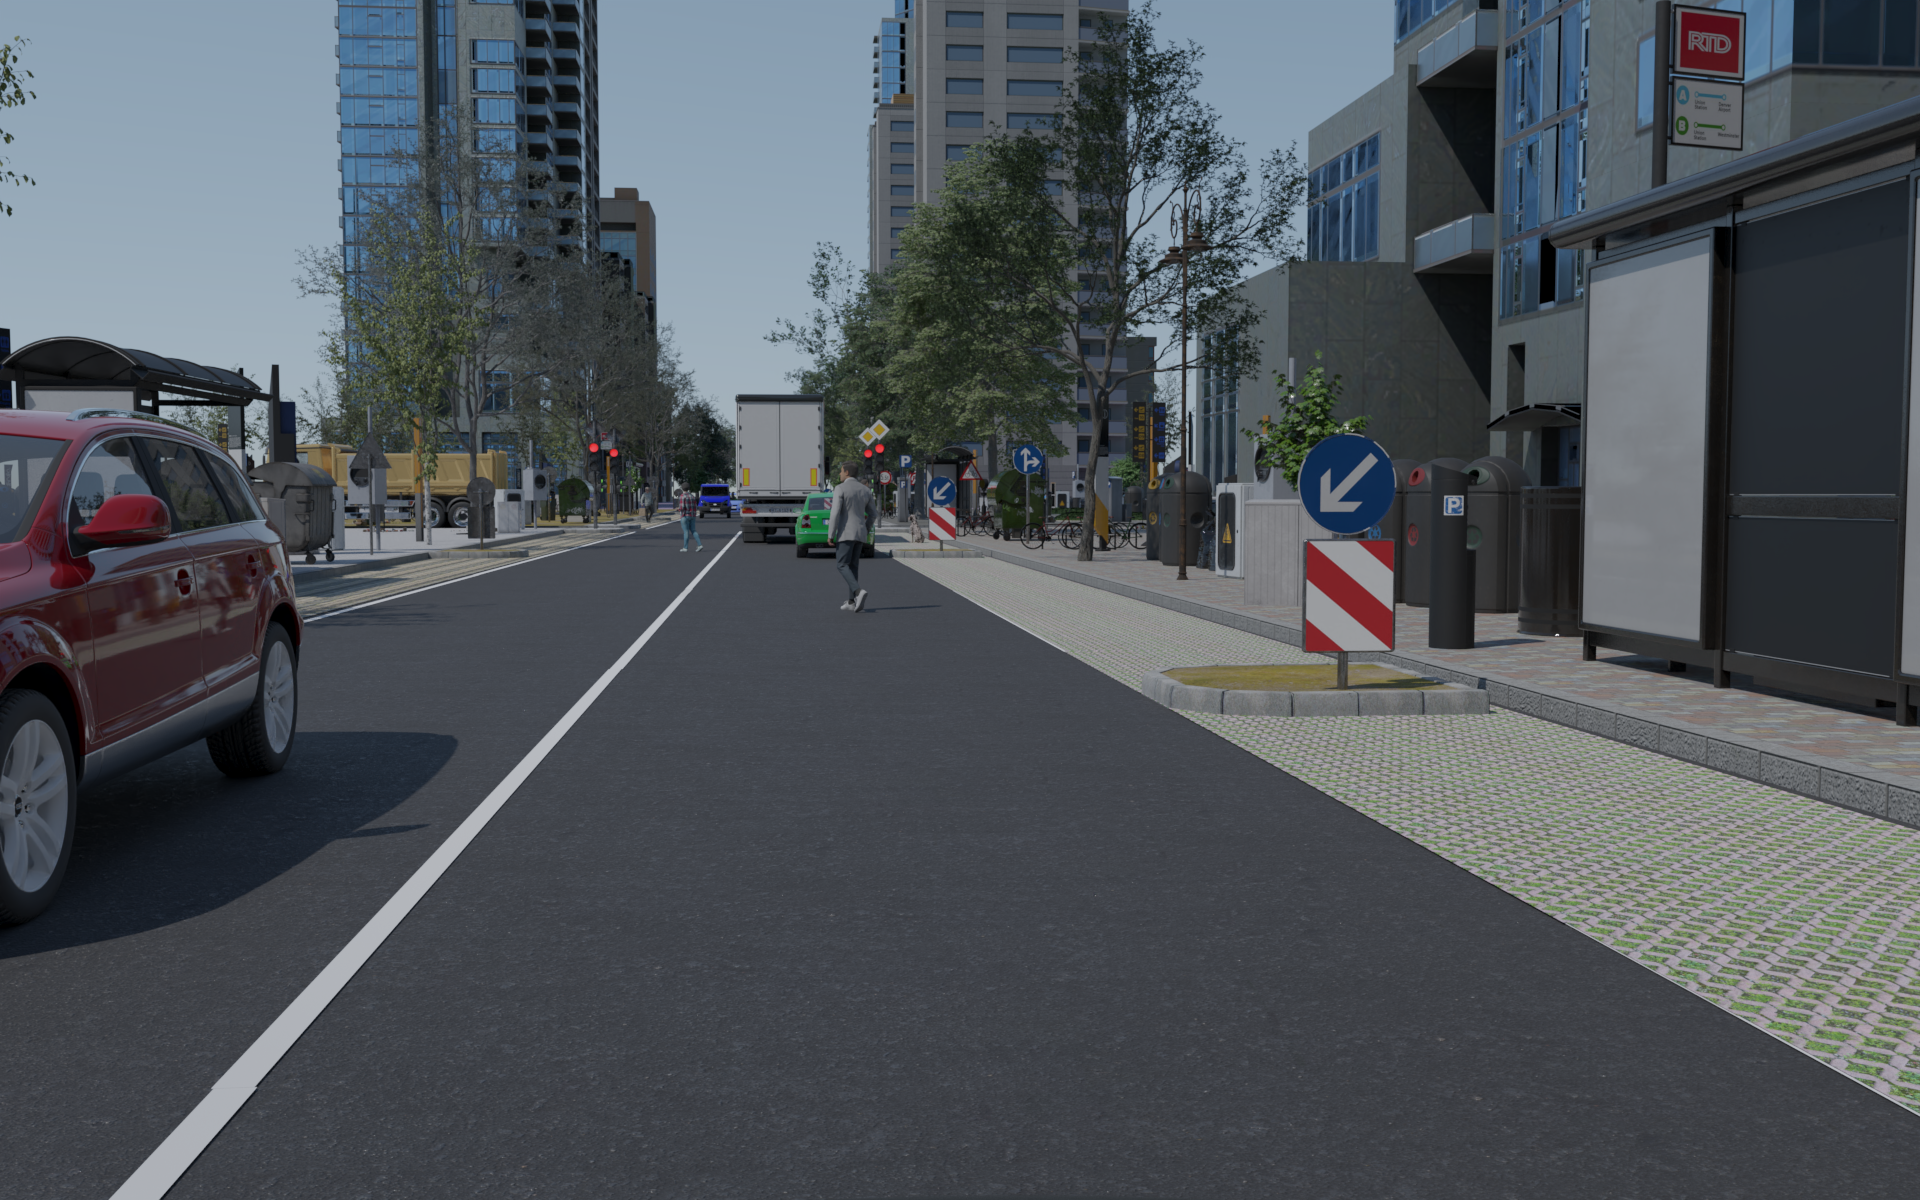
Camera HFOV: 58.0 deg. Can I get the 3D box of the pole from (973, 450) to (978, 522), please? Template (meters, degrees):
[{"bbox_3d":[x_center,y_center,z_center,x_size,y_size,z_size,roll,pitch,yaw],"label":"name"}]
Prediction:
[{"bbox_3d":[0.710,-5.255,79.755,0.158,3.312,0.155,0,3,0],"label":"pole"}]

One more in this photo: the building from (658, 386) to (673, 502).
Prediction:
[{"bbox_3d":[-60.926,-26.484,278.051,27.650,21.520,28.899,0,4,-6],"label":"building"}]

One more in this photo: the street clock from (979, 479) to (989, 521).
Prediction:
[{"bbox_3d":[1.121,-4.690,81.257,0.358,2.002,0.471,-3,4,-36],"label":"street clock"}]

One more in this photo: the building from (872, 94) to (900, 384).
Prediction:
[{"bbox_3d":[-2.669,-44.060,262.376,21.231,58.520,28.212,0,4,-6],"label":"building"}]

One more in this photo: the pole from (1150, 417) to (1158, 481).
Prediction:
[{"bbox_3d":[5.139,-3.187,45.950,0.158,3.312,0.155,0,3,0],"label":"pole"}]

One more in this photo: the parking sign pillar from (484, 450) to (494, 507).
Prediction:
[{"bbox_3d":[-29.125,-7.292,107.701,1.447,3.967,1.447,0,4,7],"label":"parking sign pillar"}]

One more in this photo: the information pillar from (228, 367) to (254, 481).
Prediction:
[{"bbox_3d":[-13.454,-2.503,32.272,0.504,3.616,0.183,3,5,40],"label":"information pillar"}]

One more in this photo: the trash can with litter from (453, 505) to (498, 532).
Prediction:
[{"bbox_3d":[-16.315,-2.955,59.378,1.678,1.210,2.233,-3,5,-43],"label":"trash can with litter"}]

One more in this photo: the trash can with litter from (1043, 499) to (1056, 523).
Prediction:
[{"bbox_3d":[3.719,-3.968,76.264,0.624,1.170,1.055,3,5,43],"label":"trash can with litter"}]

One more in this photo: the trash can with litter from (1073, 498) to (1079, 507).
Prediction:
[{"bbox_3d":[7.470,-6.491,117.183,2.233,1.210,1.678,-1,4,-10],"label":"trash can with litter"}]

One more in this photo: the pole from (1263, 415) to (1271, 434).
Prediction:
[{"bbox_3d":[7.946,-3.126,44.959,0.158,3.312,0.155,0,3,0],"label":"pole"}]

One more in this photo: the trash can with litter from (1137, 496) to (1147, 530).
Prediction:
[{"bbox_3d":[7.337,-3.202,63.404,2.233,1.210,1.678,0,4,0],"label":"trash can with litter"}]

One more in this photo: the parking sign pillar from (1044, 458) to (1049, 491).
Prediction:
[{"bbox_3d":[6.263,-8.658,130.026,1.447,3.967,1.447,-1,4,-18],"label":"parking sign pillar"}]

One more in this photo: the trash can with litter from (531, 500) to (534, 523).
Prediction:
[{"bbox_3d":[-19.214,-4.006,76.878,0.624,1.170,1.055,-3,4,-37],"label":"trash can with litter"}]

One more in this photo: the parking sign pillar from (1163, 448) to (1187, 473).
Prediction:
[{"bbox_3d":[12.759,-6.831,100.163,1.447,3.967,1.447,1,4,20],"label":"parking sign pillar"}]

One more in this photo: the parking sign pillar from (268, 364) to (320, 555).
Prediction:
[{"bbox_3d":[-14.368,-2.950,36.697,1.447,3.967,1.447,-2,4,-26],"label":"parking sign pillar"}]

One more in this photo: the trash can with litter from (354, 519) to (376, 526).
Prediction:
[{"bbox_3d":[-24.069,-3.606,70.352,0.624,1.170,1.055,1,4,21],"label":"trash can with litter"}]

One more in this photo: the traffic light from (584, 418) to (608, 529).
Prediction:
[{"bbox_3d":[-13.449,-4.586,63.895,0.839,4.253,0.868,0,4,-6],"label":"traffic light"}]

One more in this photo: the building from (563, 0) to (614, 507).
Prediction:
[{"bbox_3d":[-47.069,-45.671,184.967,20.563,71.187,20.611,0,4,-6],"label":"building"}]

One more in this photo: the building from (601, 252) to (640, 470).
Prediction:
[{"bbox_3d":[-45.880,-26.426,203.762,14.160,30.474,14.107,0,4,-6],"label":"building"}]

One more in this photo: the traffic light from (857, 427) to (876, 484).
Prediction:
[{"bbox_3d":[-3.896,-5.140,72.958,0.839,4.253,0.868,0,4,-6],"label":"traffic light"}]

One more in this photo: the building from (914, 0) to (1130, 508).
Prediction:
[{"bbox_3d":[5.909,-38.624,173.498,21.231,58.520,28.212,0,4,-6],"label":"building"}]

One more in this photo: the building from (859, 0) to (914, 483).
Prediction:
[{"bbox_3d":[-6.690,-59.865,291.470,22.319,86.520,31.000,0,4,-6],"label":"building"}]

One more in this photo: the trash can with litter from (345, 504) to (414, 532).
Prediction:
[{"bbox_3d":[-19.406,-2.926,58.899,1.678,1.210,2.233,3,4,37],"label":"trash can with litter"}]

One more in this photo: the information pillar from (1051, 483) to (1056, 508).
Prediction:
[{"bbox_3d":[6.052,-6.596,112.335,0.304,2.012,0.304,1,4,9],"label":"information pillar"}]

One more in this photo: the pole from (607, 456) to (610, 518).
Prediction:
[{"bbox_3d":[-19.041,-6.115,93.822,0.158,3.312,0.155,0,3,0],"label":"pole"}]

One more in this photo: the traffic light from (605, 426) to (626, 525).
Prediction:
[{"bbox_3d":[-14.297,-5.071,71.835,0.839,4.253,0.868,0,4,-6],"label":"traffic light"}]

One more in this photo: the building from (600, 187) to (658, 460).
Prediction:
[{"bbox_3d":[-52.240,-37.068,256.166,14.600,45.320,14.200,0,4,-6],"label":"building"}]

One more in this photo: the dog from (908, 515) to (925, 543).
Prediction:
[{"bbox_3d":[-1.286,-2.056,50.444,0.513,0.831,0.800,0,4,3],"label":"dog"}]

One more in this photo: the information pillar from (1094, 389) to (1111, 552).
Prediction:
[{"bbox_3d":[3.147,-2.893,38.653,0.183,3.616,0.504,3,5,43],"label":"information pillar"}]

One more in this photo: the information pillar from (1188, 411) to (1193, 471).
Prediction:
[{"bbox_3d":[6.550,-3.540,49.232,0.183,3.616,0.504,1,4,14],"label":"information pillar"}]

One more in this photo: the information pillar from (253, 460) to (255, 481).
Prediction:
[{"bbox_3d":[-41.239,-6.686,100.674,0.504,3.616,0.183,-2,4,-30],"label":"information pillar"}]

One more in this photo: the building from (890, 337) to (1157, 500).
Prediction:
[{"bbox_3d":[6.329,-21.914,203.336,27.650,21.520,28.899,0,4,-6],"label":"building"}]

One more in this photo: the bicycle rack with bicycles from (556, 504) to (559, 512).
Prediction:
[{"bbox_3d":[-29.317,-6.567,120.746,2.925,0.926,2.852,0,4,6],"label":"bicycle rack with bicycles"}]

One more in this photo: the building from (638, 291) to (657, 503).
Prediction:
[{"bbox_3d":[-50.033,-28.804,242.647,14.160,30.474,14.107,0,4,-6],"label":"building"}]

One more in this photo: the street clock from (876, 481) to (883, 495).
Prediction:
[{"bbox_3d":[-4.455,-5.550,95.319,0.471,2.002,0.358,0,4,-1],"label":"street clock"}]

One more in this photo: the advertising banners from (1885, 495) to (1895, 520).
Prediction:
[{"bbox_3d":[8.200,-1.106,14.266,0.090,3.025,2.074,0,4,-3],"label":"advertising banners"}]

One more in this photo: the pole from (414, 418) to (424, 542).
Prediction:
[{"bbox_3d":[-14.568,-3.228,46.627,0.158,3.312,0.155,0,3,0],"label":"pole"}]

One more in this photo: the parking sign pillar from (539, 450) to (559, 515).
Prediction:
[{"bbox_3d":[-25.274,-7.188,106.001,1.447,3.967,1.447,1,4,8],"label":"parking sign pillar"}]

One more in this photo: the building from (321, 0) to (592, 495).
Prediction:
[{"bbox_3d":[-44.997,-51.724,158.355,22.319,86.520,31.000,0,4,-6],"label":"building"}]

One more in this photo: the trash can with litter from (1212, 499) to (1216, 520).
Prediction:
[{"bbox_3d":[5.357,-1.495,35.831,0.624,1.170,1.055,1,4,11],"label":"trash can with litter"}]

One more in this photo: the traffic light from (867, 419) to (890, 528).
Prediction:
[{"bbox_3d":[-3.048,-4.654,65.018,0.839,4.253,0.868,0,4,-6],"label":"traffic light"}]

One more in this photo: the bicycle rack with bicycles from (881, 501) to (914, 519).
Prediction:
[{"bbox_3d":[-2.596,-4.664,89.637,2.852,0.926,2.925,-2,4,-31],"label":"bicycle rack with bicycles"}]

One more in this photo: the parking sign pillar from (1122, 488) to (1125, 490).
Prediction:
[{"bbox_3d":[13.567,-9.129,137.728,1.447,3.967,1.447,-1,4,-9],"label":"parking sign pillar"}]

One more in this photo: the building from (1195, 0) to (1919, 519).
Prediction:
[{"bbox_3d":[20.684,-44.591,41.728,22.319,86.520,31.000,0,4,-6],"label":"building"}]
